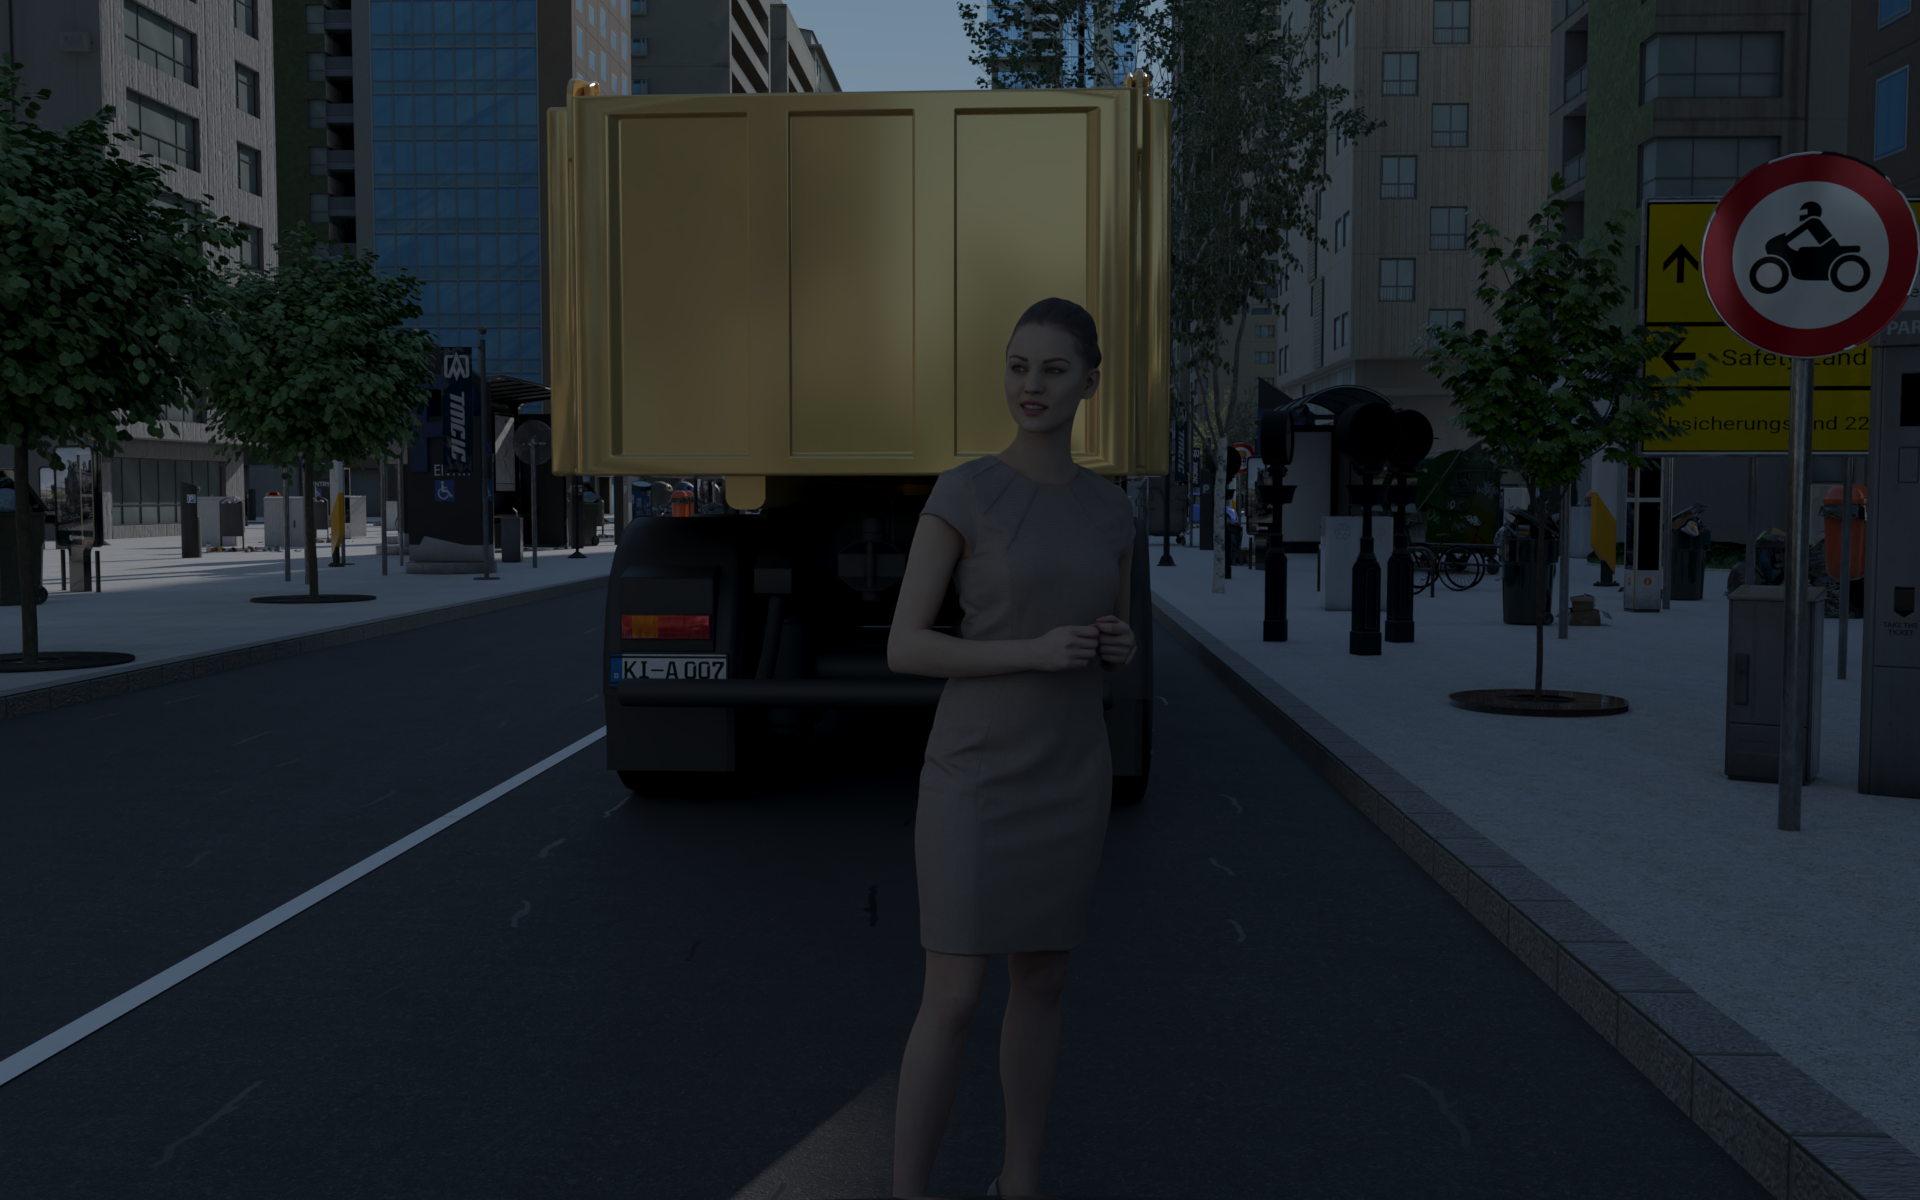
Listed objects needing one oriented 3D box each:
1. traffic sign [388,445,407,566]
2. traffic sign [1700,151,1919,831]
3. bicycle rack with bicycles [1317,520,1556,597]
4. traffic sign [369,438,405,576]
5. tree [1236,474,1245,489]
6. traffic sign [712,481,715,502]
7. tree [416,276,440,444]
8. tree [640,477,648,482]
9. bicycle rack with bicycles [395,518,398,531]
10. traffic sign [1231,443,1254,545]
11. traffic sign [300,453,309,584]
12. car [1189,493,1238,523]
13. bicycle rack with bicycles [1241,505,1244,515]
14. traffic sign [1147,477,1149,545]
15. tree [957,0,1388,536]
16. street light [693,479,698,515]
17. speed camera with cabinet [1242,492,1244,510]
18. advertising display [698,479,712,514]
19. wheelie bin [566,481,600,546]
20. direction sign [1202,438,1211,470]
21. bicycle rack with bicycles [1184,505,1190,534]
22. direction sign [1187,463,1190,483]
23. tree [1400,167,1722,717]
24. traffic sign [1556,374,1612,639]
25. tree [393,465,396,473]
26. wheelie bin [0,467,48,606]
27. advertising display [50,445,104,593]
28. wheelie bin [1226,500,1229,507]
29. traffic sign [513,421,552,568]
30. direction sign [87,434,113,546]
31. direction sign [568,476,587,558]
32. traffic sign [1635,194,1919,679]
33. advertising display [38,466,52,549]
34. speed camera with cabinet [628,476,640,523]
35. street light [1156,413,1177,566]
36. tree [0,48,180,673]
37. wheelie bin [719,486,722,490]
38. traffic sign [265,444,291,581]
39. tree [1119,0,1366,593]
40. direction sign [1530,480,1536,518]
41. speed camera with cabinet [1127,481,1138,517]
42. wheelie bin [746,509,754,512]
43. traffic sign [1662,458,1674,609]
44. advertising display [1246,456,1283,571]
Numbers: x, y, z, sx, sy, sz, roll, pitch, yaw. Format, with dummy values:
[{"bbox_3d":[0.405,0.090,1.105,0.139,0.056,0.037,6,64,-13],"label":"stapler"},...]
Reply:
[{"bbox_3d":[-9.936,-1.880,30.750,0.884,2.594,0.081,0,4,7],"label":"traffic sign"},{"bbox_3d":[3.172,-0.394,6.548,0.768,2.556,0.104,1,4,10],"label":"traffic sign"},{"bbox_3d":[5.972,-0.583,22.921,2.852,0.926,2.925,-3,4,-39],"label":"bicycle rack with bicycles"},{"bbox_3d":[-9.069,-1.659,27.228,0.768,2.556,0.104,1,4,9],"label":"traffic sign"},{"bbox_3d":[22.973,-9.198,134.094,4.285,4.588,4.351,0,3,0],"label":"tree"},{"bbox_3d":[-7.361,-3.162,51.797,0.768,2.556,0.104,1,4,11],"label":"traffic sign"},{"bbox_3d":[-7.800,-2.274,20.886,4.285,4.588,4.351,0,3,0],"label":"tree"},{"bbox_3d":[-15.914,-5.857,90.362,1.663,3.219,1.824,0,3,0],"label":"tree"},{"bbox_3d":[-16.645,-2.635,56.469,2.925,0.926,2.852,3,5,42],"label":"bicycle rack with bicycles"},{"bbox_3d":[6.955,-2.625,43.026,0.768,2.556,0.104,0,4,7],"label":"traffic sign"},{"bbox_3d":[-9.282,-1.502,24.554,0.884,2.594,0.081,0,4,4],"label":"traffic sign"},{"bbox_3d":[10.125,-3.984,74.723,3.694,1.707,1.945,0,4,0],"label":"car"},{"bbox_3d":[18.678,-5.635,105.516,2.852,0.926,2.925,-3,5,-45],"label":"bicycle rack with bicycles"},{"bbox_3d":[4.561,-2.441,42.035,0.606,2.300,0.079,0,4,4],"label":"traffic sign"},{"bbox_3d":[7.054,-12.014,52.311,12.611,20.169,13.585,0,3,0],"label":"tree"},{"bbox_3d":[-5.526,-4.101,39.600,1.470,5.913,1.316,0,4,2],"label":"street light"},{"bbox_3d":[23.599,-9.058,142.438,2.038,3.252,0.660,0,4,6],"label":"speed camera with cabinet"},{"bbox_3d":[-7.231,-2.673,48.914,0.123,1.923,0.974,-2,4,-30],"label":"advertising display"},{"bbox_3d":[-9.370,-2.145,42.983,0.980,1.594,0.693,2,4,29],"label":"wheelie bin"},{"bbox_3d":[9.957,-4.770,69.979,0.379,3.537,0.876,-1,4,-13],"label":"direction sign"},{"bbox_3d":[7.517,-2.614,56.129,2.852,0.926,2.925,0,4,6],"label":"bicycle rack with bicycles"},{"bbox_3d":[17.068,-8.262,127.088,0.876,3.537,0.379,1,4,20],"label":"direction sign"},{"bbox_3d":[3.615,-0.961,10.308,1.663,3.219,1.824,0,3,0],"label":"tree"},{"bbox_3d":[5.351,-0.929,15.289,0.768,2.556,0.104,1,4,10],"label":"traffic sign"},{"bbox_3d":[-16.694,-3.586,53.235,1.663,3.219,1.824,0,3,0],"label":"tree"},{"bbox_3d":[-11.002,-0.742,20.038,0.980,1.594,0.693,3,5,40],"label":"wheelie bin"},{"bbox_3d":[-11.577,-1.073,22.752,0.974,1.923,0.123,2,4,35],"label":"advertising display"},{"bbox_3d":[12.423,-4.549,82.290,0.980,1.594,0.693,-3,4,-38],"label":"wheelie bin"},{"bbox_3d":[-7.396,-1.832,30.058,0.768,2.556,0.104,0,4,8],"label":"traffic sign"},{"bbox_3d":[-21.411,-3.128,43.147,0.379,3.537,0.876,1,4,15],"label":"direction sign"},{"bbox_3d":[-7.656,-2.603,34.551,0.876,3.537,0.379,-2,4,-32],"label":"direction sign"},{"bbox_3d":[5.792,-1.103,11.913,2.265,3.308,0.079,0,4,3],"label":"traffic sign"},{"bbox_3d":[-20.879,-2.147,40.313,0.974,1.923,0.123,-2,4,-28],"label":"advertising display"},{"bbox_3d":[-9.097,-3.235,47.233,0.660,3.252,2.038,-1,4,-13],"label":"speed camera with cabinet"},{"bbox_3d":[3.140,-3.558,30.716,1.470,5.913,1.316,0,4,2],"label":"street light"},{"bbox_3d":[-7.091,-1.792,13.014,4.285,4.588,4.351,0,3,0],"label":"tree"},{"bbox_3d":[-9.704,-3.818,70.329,0.693,1.594,0.980,-1,4,-14],"label":"wheelie bin"},{"bbox_3d":[-9.887,-1.547,25.402,0.768,2.556,0.104,0,4,7],"label":"traffic sign"},{"bbox_3d":[3.242,-4.405,22.379,4.360,8.622,3.978,0,3,0],"label":"tree"},{"bbox_3d":[6.762,-1.738,20.409,0.379,3.537,0.876,0,4,-4],"label":"direction sign"},{"bbox_3d":[6.271,-4.334,65.196,0.660,3.252,2.038,0,4,-6],"label":"speed camera with cabinet"},{"bbox_3d":[-15.095,-7.159,124.951,0.693,1.594,0.980,2,4,34],"label":"wheelie bin"},{"bbox_3d":[7.867,-1.169,19.218,0.768,2.556,0.104,1,4,11],"label":"traffic sign"},{"bbox_3d":[5.101,-1.459,29.068,0.123,1.923,0.974,-1,4,-21],"label":"advertising display"}]
